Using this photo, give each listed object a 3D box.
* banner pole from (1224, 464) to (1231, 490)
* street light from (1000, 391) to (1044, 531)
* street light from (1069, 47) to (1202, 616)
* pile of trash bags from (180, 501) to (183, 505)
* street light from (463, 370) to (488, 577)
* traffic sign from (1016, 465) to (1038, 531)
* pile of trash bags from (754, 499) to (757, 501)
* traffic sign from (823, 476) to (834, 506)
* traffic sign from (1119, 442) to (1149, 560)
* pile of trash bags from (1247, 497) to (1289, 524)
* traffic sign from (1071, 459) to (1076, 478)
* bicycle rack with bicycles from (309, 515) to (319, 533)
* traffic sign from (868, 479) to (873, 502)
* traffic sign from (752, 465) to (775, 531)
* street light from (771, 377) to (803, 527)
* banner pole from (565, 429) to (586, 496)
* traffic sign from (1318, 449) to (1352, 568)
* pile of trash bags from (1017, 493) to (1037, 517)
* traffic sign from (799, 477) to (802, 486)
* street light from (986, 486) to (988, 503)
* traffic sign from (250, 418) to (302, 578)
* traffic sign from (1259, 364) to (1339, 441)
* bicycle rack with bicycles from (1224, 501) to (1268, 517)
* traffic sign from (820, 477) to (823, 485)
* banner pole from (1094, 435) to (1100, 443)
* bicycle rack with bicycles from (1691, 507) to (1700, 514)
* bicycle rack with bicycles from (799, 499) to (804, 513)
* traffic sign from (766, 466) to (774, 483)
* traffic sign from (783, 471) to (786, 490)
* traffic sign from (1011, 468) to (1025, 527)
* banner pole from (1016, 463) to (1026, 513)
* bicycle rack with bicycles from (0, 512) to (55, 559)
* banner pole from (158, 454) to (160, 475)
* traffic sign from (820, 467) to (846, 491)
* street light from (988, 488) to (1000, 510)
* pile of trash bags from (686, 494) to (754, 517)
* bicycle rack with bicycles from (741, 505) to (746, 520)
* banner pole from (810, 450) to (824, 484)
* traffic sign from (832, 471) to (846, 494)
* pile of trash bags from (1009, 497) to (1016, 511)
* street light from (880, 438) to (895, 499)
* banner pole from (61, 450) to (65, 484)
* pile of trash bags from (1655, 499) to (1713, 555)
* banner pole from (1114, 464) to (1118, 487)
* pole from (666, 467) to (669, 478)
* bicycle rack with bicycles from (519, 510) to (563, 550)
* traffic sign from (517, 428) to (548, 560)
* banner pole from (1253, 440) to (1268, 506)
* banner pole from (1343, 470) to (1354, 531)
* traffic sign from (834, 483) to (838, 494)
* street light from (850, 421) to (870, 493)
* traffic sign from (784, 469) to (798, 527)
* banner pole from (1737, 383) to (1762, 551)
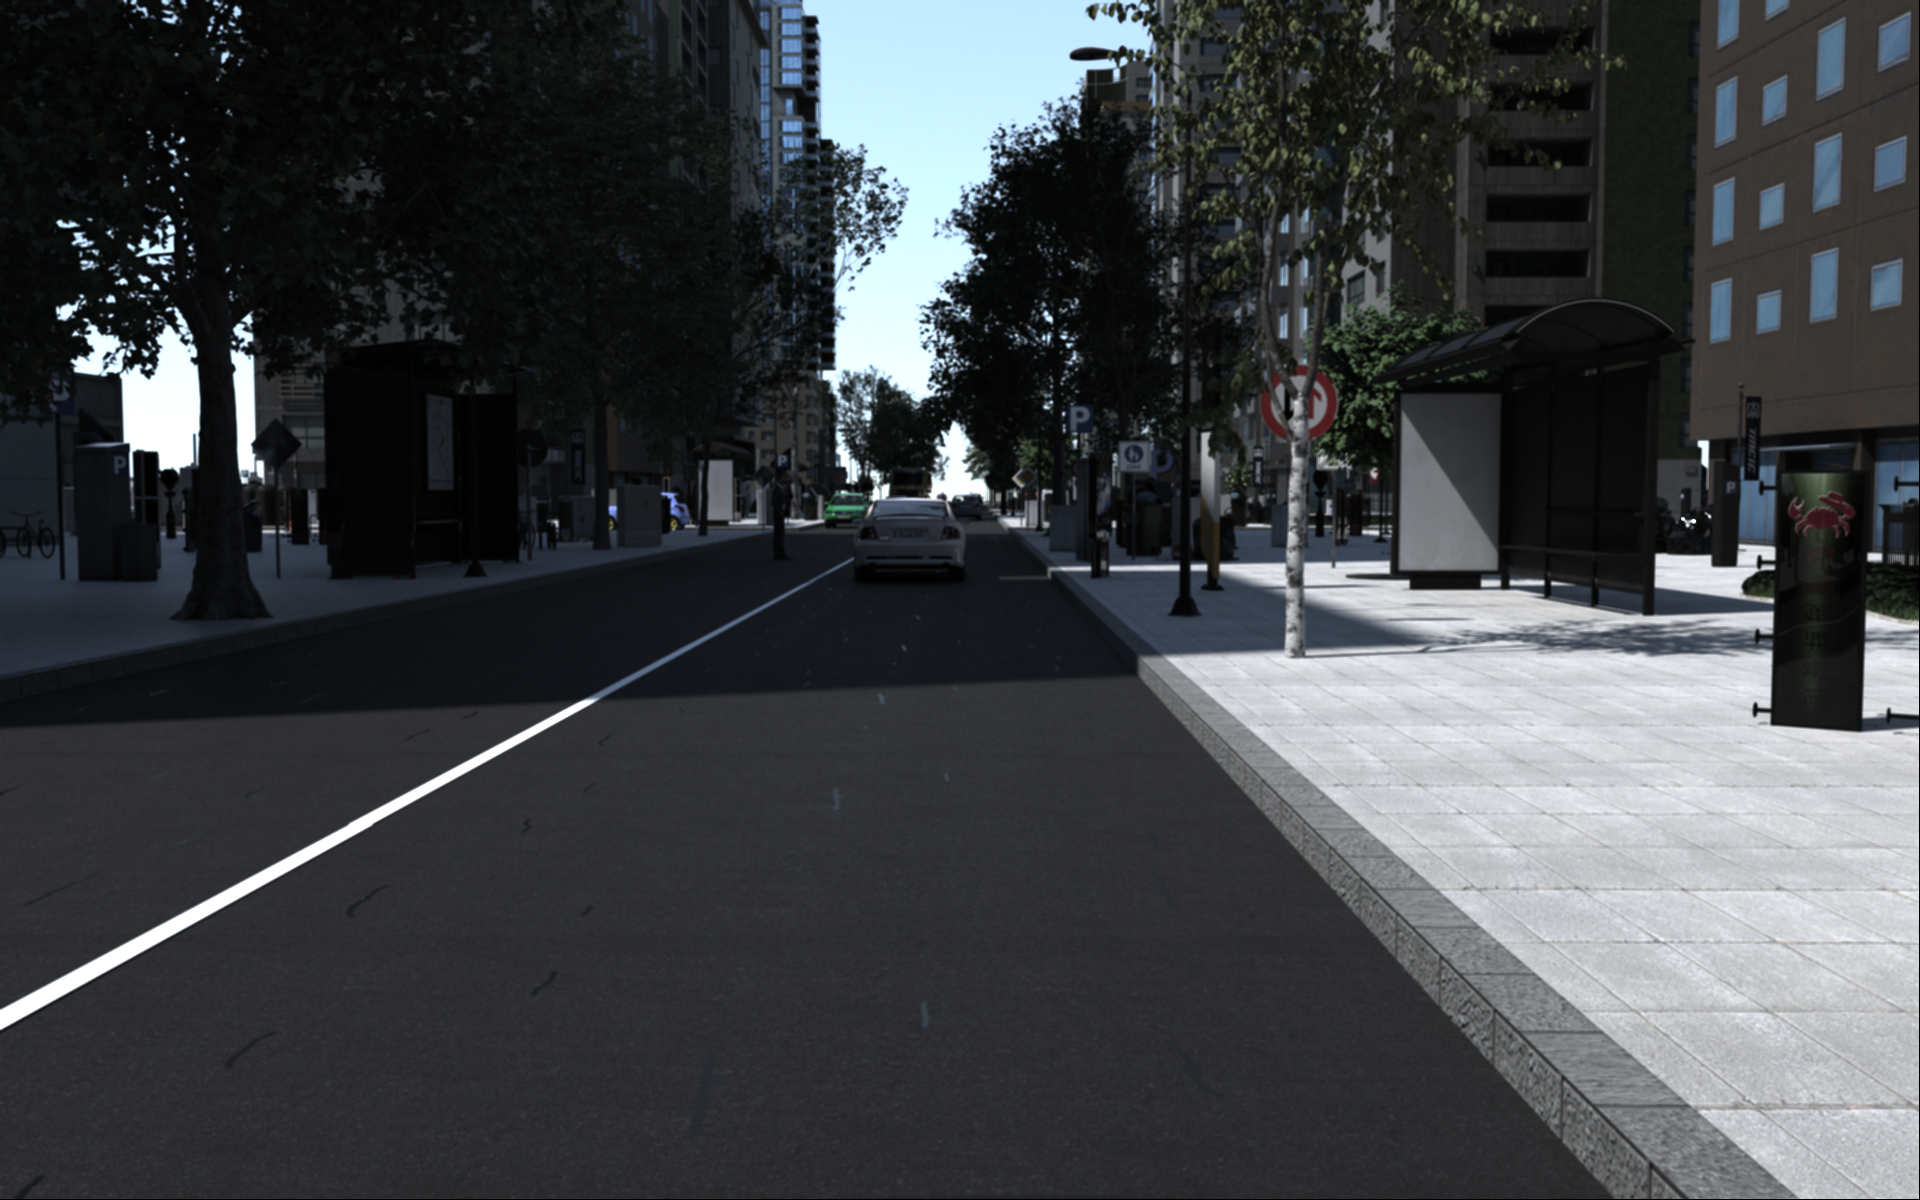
[{"bbox_3d":[22.052,-9.324,142.466,0.401,3.779,0.863,-3,4,-38],"label":"banner pole"},{"bbox_3d":[2.201,-5.325,59.611,1.470,5.913,1.316,0,4,0],"label":"street light"},{"bbox_3d":[1.839,-2.791,18.171,1.470,5.913,1.316,0,4,0],"label":"street light"},{"bbox_3d":[-63.681,-8.095,142.098,3.447,1.369,1.912,2,4,28],"label":"pile of trash bags"},{"bbox_3d":[-6.977,-3.312,26.684,1.470,5.913,1.316,0,4,0],"label":"street light"},{"bbox_3d":[2.356,-3.455,60.135,0.795,2.450,0.064,0,4,0],"label":"traffic sign"},{"bbox_3d":[-13.132,-6.892,122.438,1.912,1.369,3.447,3,4,39],"label":"pile of trash bags"},{"bbox_3d":[-7.470,-5.885,98.355,0.606,2.300,0.079,0,4,2],"label":"traffic sign"},{"bbox_3d":[3.367,-1.924,33.585,0.606,2.300,0.079,0,4,7],"label":"traffic sign"},{"bbox_3d":[13.683,-3.944,74.236,1.912,1.369,3.447,-1,4,-21],"label":"pile of trash bags"},{"bbox_3d":[4.240,-3.688,60.408,0.768,2.556,0.104,0,4,1],"label":"traffic sign"},{"bbox_3d":[-19.874,-2.637,56.503,2.925,0.926,2.852,3,4,38],"label":"bicycle rack with bicycles"},{"bbox_3d":[-7.084,-8.180,133.852,0.768,2.556,0.104,1,4,9],"label":"traffic sign"},{"bbox_3d":[-6.838,-3.461,60.225,0.795,2.450,0.064,0,4,0],"label":"traffic sign"},{"bbox_3d":[-6.710,-5.840,68.027,1.470,5.913,1.316,0,4,0],"label":"street light"},{"bbox_3d":[-13.035,-4.183,58.412,0.863,3.779,0.401,-1,4,-11],"label":"banner pole"},{"bbox_3d":[6.496,-1.708,30.055,0.606,2.300,0.079,0,4,6],"label":"traffic sign"},{"bbox_3d":[4.406,-5.210,94.930,1.912,1.369,3.447,0,4,-4],"label":"pile of trash bags"},{"bbox_3d":[-11.419,-7.398,121.055,0.768,2.556,0.104,1,4,10],"label":"traffic sign"},{"bbox_3d":[2.847,-10.418,142.880,1.470,5.913,1.316,0,4,0],"label":"street light"},{"bbox_3d":[-10.429,-1.545,26.439,0.795,2.450,0.064,0,4,2],"label":"traffic sign"},{"bbox_3d":[3.325,-1.037,17.065,0.768,2.556,0.104,0,4,5],"label":"traffic sign"},{"bbox_3d":[14.135,-4.356,84.608,2.925,0.926,2.852,3,5,40],"label":"bicycle rack with bicycles"},{"bbox_3d":[-10.433,-7.805,127.719,0.768,2.556,0.104,1,4,8],"label":"traffic sign"},{"bbox_3d":[5.854,-5.050,72.579,0.863,3.779,0.401,1,4,18],"label":"banner pole"},{"bbox_3d":[31.556,-3.495,70.518,2.852,0.926,2.925,-1,4,-21],"label":"bicycle rack with bicycles"},{"bbox_3d":[-11.198,-7.781,140.599,2.852,0.926,2.925,2,4,26],"label":"bicycle rack with bicycles"},{"bbox_3d":[-8.740,-4.824,78.978,0.768,2.556,0.104,0,4,2],"label":"traffic sign"},{"bbox_3d":[-9.834,-5.943,97.282,0.768,2.556,0.104,0,4,5],"label":"traffic sign"},{"bbox_3d":[2.416,-3.944,68.120,0.795,2.450,0.064,0,4,0],"label":"traffic sign"},{"bbox_3d":[3.978,-7.627,114.716,0.863,3.779,0.401,0,4,-4],"label":"banner pole"},{"bbox_3d":[-19.787,-1.297,34.586,2.925,0.926,2.852,3,5,43],"label":"bicycle rack with bicycles"},{"bbox_3d":[-50.702,-7.286,109.146,0.401,3.779,0.863,3,5,43],"label":"banner pole"},{"bbox_3d":[-9.551,-8.226,128.368,2.265,3.308,0.079,0,4,1],"label":"traffic sign"},{"bbox_3d":[2.548,-7.848,100.853,1.470,5.913,1.316,0,4,0],"label":"street light"},{"bbox_3d":[-13.488,-5.233,95.315,3.447,1.369,1.912,-3,4,-37],"label":"pile of trash bags"},{"bbox_3d":[-10.027,-4.335,84.267,2.852,0.926,2.925,0,4,5],"label":"bicycle rack with bicycles"},{"bbox_3d":[-8.312,-6.660,98.905,0.863,3.779,0.401,-3,5,-44],"label":"banner pole"},{"bbox_3d":[-6.741,-5.886,96.343,0.768,2.556,0.104,0,4,7],"label":"traffic sign"},{"bbox_3d":[4.946,-7.625,134.416,1.912,1.369,3.447,-1,4,-10],"label":"pile of trash bags"},{"bbox_3d":[-6.080,-10.522,144.581,1.470,5.913,1.316,0,4,0],"label":"street light"},{"bbox_3d":[-50.859,-6.610,98.094,0.401,3.779,0.863,0,4,1],"label":"banner pole"},{"bbox_3d":[15.160,-1.730,38.042,1.912,1.369,3.447,-2,4,-31],"label":"pile of trash bags"},{"bbox_3d":[12.298,-8.981,136.863,0.401,3.779,0.863,2,4,29],"label":"banner pole"},{"bbox_3d":[-22.361,-8.472,132.353,0.158,3.312,0.155,0,3,0],"label":"pole"},{"bbox_3d":[-10.539,-1.646,40.300,2.852,0.926,2.925,-1,4,-13],"label":"bicycle rack with bicycles"},{"bbox_3d":[-8.325,-2.039,33.437,0.768,2.556,0.104,0,4,4],"label":"traffic sign"},{"bbox_3d":[13.928,-5.505,80.027,0.863,3.779,0.401,1,4,23],"label":"banner pole"},{"bbox_3d":[13.459,-4.265,59.744,0.401,3.779,0.863,-1,4,-13],"label":"banner pole"},{"bbox_3d":[-9.015,-7.642,125.054,0.768,2.556,0.104,1,4,8],"label":"traffic sign"},{"bbox_3d":[-6.366,-8.376,109.489,1.470,5.913,1.316,0,4,0],"label":"street light"},{"bbox_3d":[-6.778,-3.949,68.209,0.795,2.450,0.064,0,4,0],"label":"traffic sign"},{"bbox_3d":[17.771,-3.004,39.129,0.863,3.779,0.401,-1,4,-23],"label":"banner pole"}]
